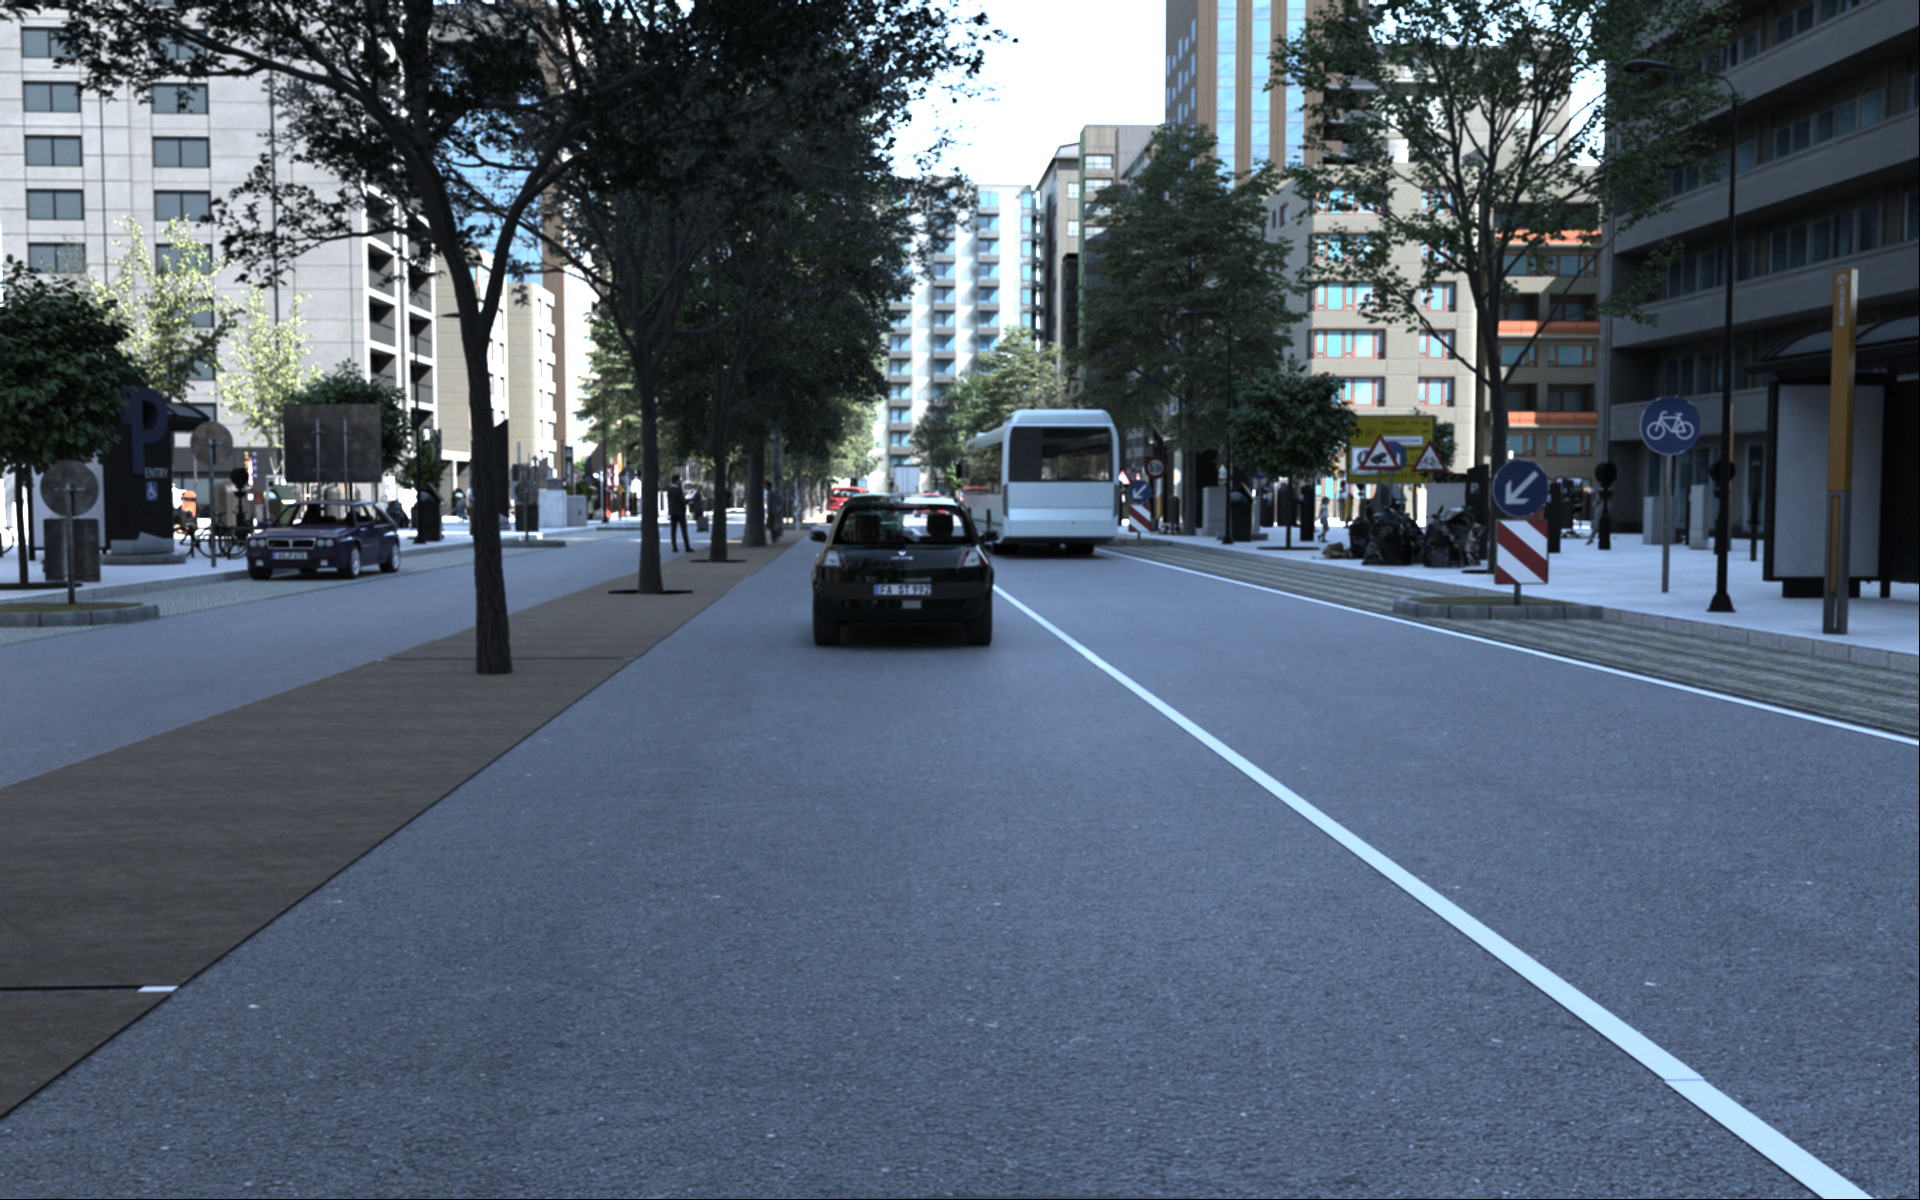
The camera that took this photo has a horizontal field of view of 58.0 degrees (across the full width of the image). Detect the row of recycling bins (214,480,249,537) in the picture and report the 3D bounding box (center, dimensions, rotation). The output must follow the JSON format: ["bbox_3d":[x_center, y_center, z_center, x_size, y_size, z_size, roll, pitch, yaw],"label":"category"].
[{"bbox_3d":[-22.511,-2.834,53.452,1.069,1.692,3.534,-1,4,-23],"label":"row of recycling bins"}]

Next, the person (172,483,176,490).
[{"bbox_3d":[-37.406,-4.660,82.452,0.641,1.798,0.478,3,4,39],"label":"person"}]

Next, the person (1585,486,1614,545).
[{"bbox_3d":[16.203,-2.297,43.874,0.573,1.790,0.520,3,5,43],"label":"person"}]

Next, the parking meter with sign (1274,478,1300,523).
[{"bbox_3d":[14.535,-5.003,78.054,1.738,3.016,0.543,-1,4,-12],"label":"parking meter with sign"}]

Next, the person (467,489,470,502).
[{"bbox_3d":[-22.018,-4.428,78.537,0.679,1.850,0.850,0,4,4],"label":"person"}]

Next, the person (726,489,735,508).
[{"bbox_3d":[-20.529,-9.023,154.089,1.217,1.766,0.721,2,4,24],"label":"person"}]

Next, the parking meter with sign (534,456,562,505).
[{"bbox_3d":[-18.420,-5.044,78.733,1.738,3.016,0.543,-1,4,-10],"label":"parking meter with sign"}]

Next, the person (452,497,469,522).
[{"bbox_3d":[-22.912,-4.156,79.485,1.012,1.151,0.738,0,4,7],"label":"person"}]

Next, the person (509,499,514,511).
[{"bbox_3d":[-31.451,-7.037,121.844,0.760,1.731,0.466,-1,4,-23],"label":"person"}]

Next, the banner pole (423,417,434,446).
[{"bbox_3d":[-17.152,-4.036,56.008,0.401,3.779,0.863,0,4,7],"label":"banner pole"}]

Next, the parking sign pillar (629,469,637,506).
[{"bbox_3d":[-28.485,-9.918,150.634,1.447,3.967,1.447,-2,4,-29],"label":"parking sign pillar"}]

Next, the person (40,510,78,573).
[{"bbox_3d":[-14.111,-1.297,27.125,0.514,1.842,0.818,2,4,26],"label":"person"}]

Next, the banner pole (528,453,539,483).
[{"bbox_3d":[-25.932,-7.047,105.227,0.863,3.779,0.401,-2,4,-35],"label":"banner pole"}]

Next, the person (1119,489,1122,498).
[{"bbox_3d":[6.000,-3.782,68.050,0.661,1.801,0.590,-1,4,-11],"label":"person"}]

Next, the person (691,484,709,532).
[{"bbox_3d":[-9.849,-3.472,65.482,0.699,1.804,1.509,0,4,-7],"label":"person"}]

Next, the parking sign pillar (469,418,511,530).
[{"bbox_3d":[-16.748,-4.473,61.612,1.447,3.967,1.447,-2,4,-28],"label":"parking sign pillar"}]

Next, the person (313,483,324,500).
[{"bbox_3d":[-24.240,-3.644,65.434,0.447,1.846,0.655,-2,4,-32],"label":"person"}]

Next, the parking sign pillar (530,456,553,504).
[{"bbox_3d":[-29.933,-8.334,124.737,1.447,3.967,1.447,-1,4,-22],"label":"parking sign pillar"}]

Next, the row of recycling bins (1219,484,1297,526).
[{"bbox_3d":[11.740,-3.817,69.516,3.534,1.692,1.069,1,4,11],"label":"row of recycling bins"}]

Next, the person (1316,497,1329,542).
[{"bbox_3d":[9.611,-2.133,45.932,0.382,1.210,0.505,1,4,11],"label":"person"}]

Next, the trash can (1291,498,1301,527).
[{"bbox_3d":[13.131,-3.383,66.957,0.748,1.137,0.748,0,3,0],"label":"trash can"}]

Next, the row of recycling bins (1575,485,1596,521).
[{"bbox_3d":[30.538,-4.568,81.796,1.069,1.692,3.534,-2,4,-26],"label":"row of recycling bins"}]

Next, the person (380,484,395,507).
[{"bbox_3d":[-27.071,-4.619,81.920,0.716,1.782,0.532,-2,4,-31],"label":"person"}]

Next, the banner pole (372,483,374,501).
[{"bbox_3d":[-23.214,-4.809,68.637,0.401,3.779,0.863,-2,4,-35],"label":"banner pole"}]

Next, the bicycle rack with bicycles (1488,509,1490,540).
[{"bbox_3d":[14.862,-2.073,47.281,2.852,0.926,2.925,1,4,9],"label":"bicycle rack with bicycles"}]

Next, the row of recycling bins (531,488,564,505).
[{"bbox_3d":[-26.390,-6.279,109.777,3.534,1.692,1.069,-1,4,-16],"label":"row of recycling bins"}]

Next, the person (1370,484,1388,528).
[{"bbox_3d":[11.240,-2.458,46.623,0.834,1.777,0.661,2,4,27],"label":"person"}]

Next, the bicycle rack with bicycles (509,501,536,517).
[{"bbox_3d":[-23.022,-4.824,92.247,2.925,0.926,2.852,-1,4,-16],"label":"bicycle rack with bicycles"}]

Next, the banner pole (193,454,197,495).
[{"bbox_3d":[-33.367,-5.235,75.609,0.401,3.779,0.863,-2,4,-31],"label":"banner pole"}]

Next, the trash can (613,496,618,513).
[{"bbox_3d":[-23.554,-6.472,117.464,0.748,1.137,0.748,0,3,0],"label":"trash can"}]

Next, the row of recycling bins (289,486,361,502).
[{"bbox_3d":[-31.572,-4.816,85.852,3.534,1.692,1.069,-2,4,-25],"label":"row of recycling bins"}]

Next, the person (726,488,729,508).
[{"bbox_3d":[-21.088,-9.211,156.661,0.705,1.821,1.348,-2,4,-32],"label":"person"}]

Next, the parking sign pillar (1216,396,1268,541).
[{"bbox_3d":[7.893,-3.661,48.335,1.447,3.967,1.447,1,4,17],"label":"parking sign pillar"}]

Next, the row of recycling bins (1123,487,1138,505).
[{"bbox_3d":[13.616,-8.313,143.026,3.534,1.692,1.069,-1,4,-18],"label":"row of recycling bins"}]

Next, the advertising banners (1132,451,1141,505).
[{"bbox_3d":[7.099,-4.540,70.410,0.090,3.025,2.074,0,4,1],"label":"advertising banners"}]

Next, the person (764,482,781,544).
[{"bbox_3d":[-5.323,-2.465,49.142,0.444,1.785,0.601,0,4,3],"label":"person"}]

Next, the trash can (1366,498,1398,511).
[{"bbox_3d":[12.922,-2.506,52.627,0.748,1.137,0.748,0,3,0],"label":"trash can"}]

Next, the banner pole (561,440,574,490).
[{"bbox_3d":[-18.117,-5.489,79.759,0.401,3.779,0.863,3,5,39],"label":"banner pole"}]

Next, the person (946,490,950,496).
[{"bbox_3d":[-1.252,-11.164,189.506,0.436,1.711,0.756,2,4,28],"label":"person"}]

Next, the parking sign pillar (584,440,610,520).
[{"bbox_3d":[-18.182,-5.974,86.145,1.447,3.967,1.447,1,4,16],"label":"parking sign pillar"}]

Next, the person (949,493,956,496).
[{"bbox_3d":[-0.987,-13.216,222.839,1.217,1.735,0.721,0,4,-3],"label":"person"}]

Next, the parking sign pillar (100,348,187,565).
[{"bbox_3d":[-15.016,-2.646,31.736,1.447,3.967,1.447,1,4,9],"label":"parking sign pillar"}]

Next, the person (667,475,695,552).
[{"bbox_3d":[-6.941,-2.141,42.876,0.648,1.900,0.474,2,4,30],"label":"person"}]

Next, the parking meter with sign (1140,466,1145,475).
[{"bbox_3d":[11.474,-6.915,109.322,0.543,3.016,1.738,0,4,-7],"label":"parking meter with sign"}]

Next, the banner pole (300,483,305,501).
[{"bbox_3d":[-20.377,-3.891,53.641,0.401,3.779,0.863,-2,4,-30],"label":"banner pole"}]

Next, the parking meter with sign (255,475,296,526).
[{"bbox_3d":[-27.232,-4.450,69.011,1.738,3.016,0.543,1,4,11],"label":"parking meter with sign"}]

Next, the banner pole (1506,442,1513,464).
[{"bbox_3d":[26.465,-5.719,83.514,0.863,3.779,0.401,-3,5,-45],"label":"banner pole"}]

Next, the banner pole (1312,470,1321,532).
[{"bbox_3d":[12.539,-4.330,60.817,0.401,3.779,0.863,2,4,32],"label":"banner pole"}]

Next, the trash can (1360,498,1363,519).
[{"bbox_3d":[13.790,-2.840,58.093,0.748,1.137,0.748,0,3,0],"label":"trash can"}]

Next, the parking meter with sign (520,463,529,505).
[{"bbox_3d":[-24.846,-6.221,97.976,0.543,3.016,1.738,-2,4,-28],"label":"parking meter with sign"}]
